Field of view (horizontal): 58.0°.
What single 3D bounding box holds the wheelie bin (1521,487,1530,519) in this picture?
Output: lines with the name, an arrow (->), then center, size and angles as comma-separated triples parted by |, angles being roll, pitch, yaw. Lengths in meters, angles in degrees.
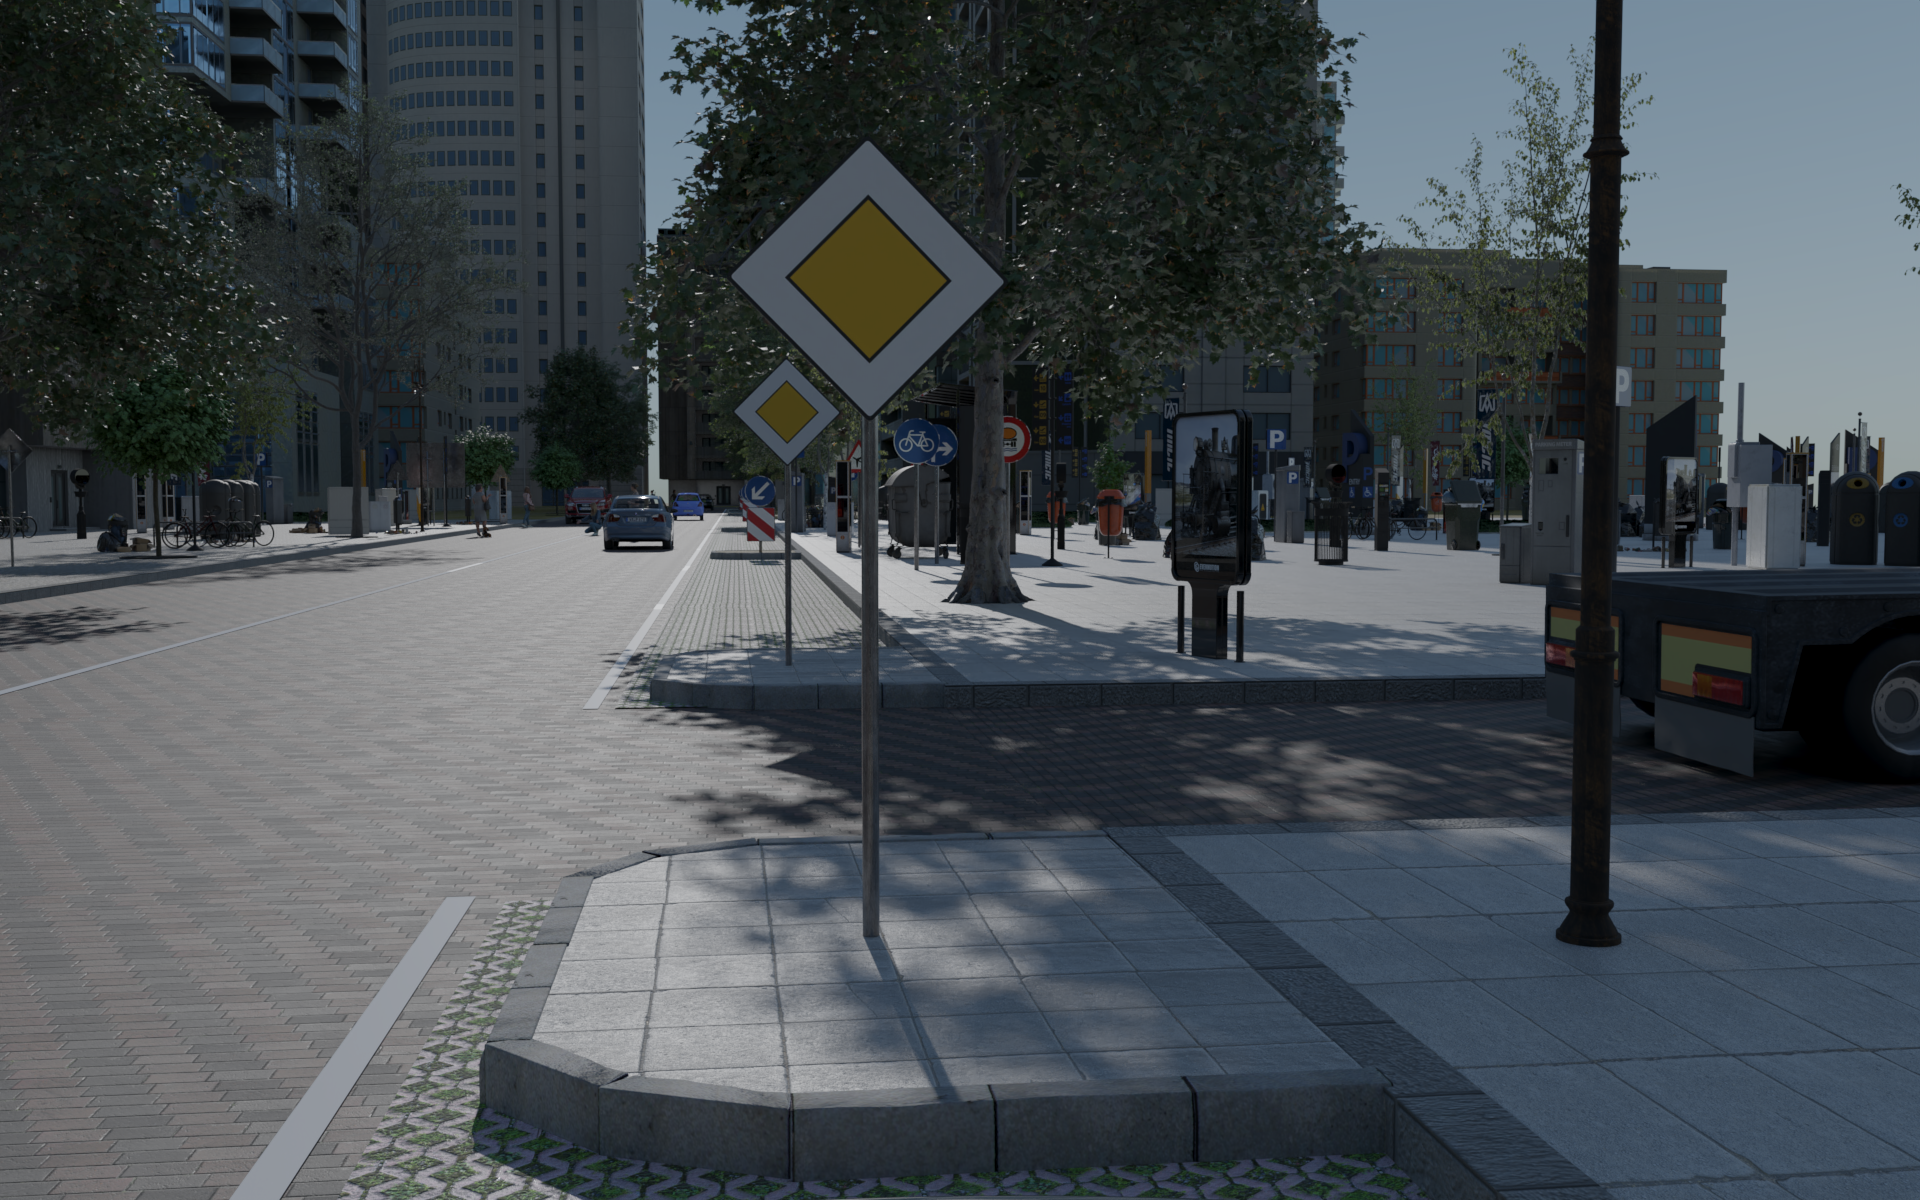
wheelie bin -> 26.513, -4.440, 80.494 | 0.980, 1.594, 0.693 | 3, 5, 40

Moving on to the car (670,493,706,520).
car -> -14.961, -5.245, 95.342 | 1.945, 1.707, 3.694 | -1, 4, -9

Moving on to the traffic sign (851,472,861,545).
traffic sign -> -2.511, -2.680, 43.820 | 0.884, 2.594, 0.081 | 0, 4, -1

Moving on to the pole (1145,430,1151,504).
pole -> 6.020, -3.770, 55.476 | 0.158, 3.312, 0.155 | 0, 3, 0

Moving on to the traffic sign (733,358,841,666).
traffic sign -> -1.284, -0.566, 12.889 | 0.795, 2.450, 0.064 | 0, 4, -7

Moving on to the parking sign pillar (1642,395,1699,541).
parking sign pillar -> 19.614, -3.624, 47.721 | 1.447, 3.967, 1.447 | 3, 5, 40

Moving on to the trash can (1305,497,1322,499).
trash can -> 15.562, -3.956, 76.340 | 0.748, 1.137, 0.748 | 0, 3, 0

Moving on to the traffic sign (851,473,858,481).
traffic sign -> -4.498, -4.298, 70.374 | 0.768, 2.556, 0.104 | 0, 4, -5

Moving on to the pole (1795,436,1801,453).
pole -> 29.332, -4.090, 60.722 | 0.158, 3.312, 0.155 | 0, 3, 0

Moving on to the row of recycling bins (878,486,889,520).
row of recycling bins -> -3.174, -4.909, 87.372 | 1.069, 1.692, 3.534 | 2, 4, 25

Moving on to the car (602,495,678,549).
car -> -8.545, -2.091, 46.188 | 2.014, 1.417, 4.499 | -1, 4, -8

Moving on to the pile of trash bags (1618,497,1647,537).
pile of trash bags -> 20.178, -2.611, 52.436 | 1.912, 1.369, 3.447 | -2, 4, -32

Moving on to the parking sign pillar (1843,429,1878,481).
parking sign pillar -> 37.452, -5.105, 71.937 | 1.447, 3.967, 1.447 | 1, 4, 11

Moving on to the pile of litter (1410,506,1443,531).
pile of litter -> 16.563, -2.887, 61.162 | 1.719, 0.858, 1.176 | -2, 4, -35

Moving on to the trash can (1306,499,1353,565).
trash can -> 6.729, -1.207, 31.380 | 0.748, 1.137, 0.748 | 0, 3, 0

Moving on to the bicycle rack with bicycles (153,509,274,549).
bicycle rack with bicycles -> -18.113, -1.747, 41.942 | 2.925, 0.926, 2.852 | -3, 5, -40

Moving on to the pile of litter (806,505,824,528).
pile of litter -> -5.513, -3.181, 65.977 | 1.719, 0.858, 1.176 | 1, 4, 16

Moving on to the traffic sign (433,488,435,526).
traffic sign -> -20.978, -4.220, 69.008 | 0.884, 2.594, 0.081 | 0, 4, 1

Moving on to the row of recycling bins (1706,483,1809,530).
row of recycling bins -> 28.485, -3.354, 61.953 | 3.534, 1.692, 1.069 | 0, 4, -1

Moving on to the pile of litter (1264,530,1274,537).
pile of litter -> 8.571, -2.293, 51.452 | 1.719, 0.858, 1.176 | 0, 4, 6

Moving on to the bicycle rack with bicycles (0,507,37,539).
bicycle rack with bicycles -> -27.846, -2.204, 49.412 | 2.852, 0.926, 2.925 | 3, 4, 36

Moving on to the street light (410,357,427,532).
street light -> -18.261, -5.251, 58.647 | 0.468, 5.910, 1.993 | 0, 4, -7

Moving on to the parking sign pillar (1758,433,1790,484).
parking sign pillar -> 35.479, -5.334, 75.690 | 1.447, 3.967, 1.447 | -3, 5, -42

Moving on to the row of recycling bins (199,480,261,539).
row of recycling bins -> -21.310, -2.667, 50.725 | 1.069, 1.692, 3.534 | 0, 4, -5

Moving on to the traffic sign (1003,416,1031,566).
traffic sign -> 0.776, -1.724, 28.285 | 0.768, 2.556, 0.104 | 0, 4, 2

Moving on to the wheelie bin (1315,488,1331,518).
wheelie bin -> 17.532, -4.666, 84.196 | 0.980, 1.594, 0.693 | -1, 4, -23

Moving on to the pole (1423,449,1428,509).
pole -> 20.870, -5.129, 77.703 | 0.158, 3.312, 0.155 | 0, 3, 0

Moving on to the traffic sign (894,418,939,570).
traffic sign -> -0.731, -1.773, 29.103 | 0.768, 2.556, 0.104 | 0, 4, -3

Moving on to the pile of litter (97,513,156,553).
pile of litter -> -18.603, -1.519, 38.806 | 1.176, 0.858, 1.719 | 1, 4, 18

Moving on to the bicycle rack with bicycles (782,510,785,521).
bicycle rack with bicycles -> -6.612, -3.975, 78.374 | 2.925, 0.926, 2.852 | -1, 4, -16

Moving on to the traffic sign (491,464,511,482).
traffic sign -> -20.087, -4.633, 75.756 | 0.884, 2.594, 0.081 | 0, 4, 2

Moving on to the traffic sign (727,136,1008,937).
traffic sign -> -0.261, -0.081, 4.969 | 0.795, 2.450, 0.064 | 0, 4, -7

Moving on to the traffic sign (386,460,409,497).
traffic sign -> -21.636, -4.077, 66.658 | 0.884, 2.594, 0.081 | 0, 4, 2

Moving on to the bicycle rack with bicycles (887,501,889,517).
bicycle rack with bicycles -> -3.180, -4.296, 83.614 | 2.852, 0.926, 2.925 | 1, 4, 9

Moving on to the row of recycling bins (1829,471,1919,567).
row of recycling bins -> 17.159, -1.432, 30.533 | 1.069, 1.692, 3.534 | -3, 4, -37

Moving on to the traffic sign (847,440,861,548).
traffic sign -> -2.422, -2.538, 41.502 | 0.884, 2.594, 0.081 | 0, 4, -4

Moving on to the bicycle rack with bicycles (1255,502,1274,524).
bicycle rack with bicycles -> 8.188, -2.519, 54.570 | 2.925, 0.926, 2.852 | -1, 4, -23

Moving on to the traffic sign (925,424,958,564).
traffic sign -> -0.424, -1.933, 31.714 | 0.768, 2.556, 0.104 | 0, 4, 2

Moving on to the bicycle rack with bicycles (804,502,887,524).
bicycle rack with bicycles -> -5.279, -3.706, 73.975 | 2.925, 0.926, 2.852 | 3, 4, 38

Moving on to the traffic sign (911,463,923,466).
traffic sign -> -1.403, -3.485, 56.984 | 0.884, 2.594, 0.081 | 0, 4, 0

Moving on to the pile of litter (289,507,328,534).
pile of litter -> -21.342, -2.621, 56.811 | 1.176, 0.858, 1.719 | -2, 4, -35

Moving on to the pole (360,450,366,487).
pole -> -27.388, -5.241, 79.536 | 0.158, 3.312, 0.155 | 0, 3, 0

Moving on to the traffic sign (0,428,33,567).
traffic sign -> -16.721, -1.793, 30.504 | 0.795, 2.450, 0.064 | 0, 4, -1

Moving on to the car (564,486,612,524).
car -> -18.082, -4.638, 84.497 | 2.281, 1.827, 5.304 | 0, 4, -8

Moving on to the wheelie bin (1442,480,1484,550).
wheelie bin -> 11.467, -1.940, 39.632 | 0.980, 1.594, 0.693 | -1, 4, -12

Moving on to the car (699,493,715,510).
car -> -22.553, -8.728, 152.494 | 2.009, 1.686, 4.222 | 0, 4, -7

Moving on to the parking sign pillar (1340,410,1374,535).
parking sign pillar -> 12.556, -4.048, 54.652 | 1.447, 3.967, 1.447 | -1, 4, -16

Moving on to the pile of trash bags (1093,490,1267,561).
pile of trash bags -> 4.381, -1.506, 34.382 | 3.447, 1.369, 1.912 | 1, 4, 14

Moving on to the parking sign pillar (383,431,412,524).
parking sign pillar -> -24.016, -5.196, 73.419 | 1.447, 3.967, 1.447 | -2, 4, -33

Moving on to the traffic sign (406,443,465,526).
traffic sign -> -20.792, -4.577, 68.701 | 2.265, 3.308, 0.079 | 0, 4, -4

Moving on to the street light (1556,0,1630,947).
street light -> 1.811, -1.959, 4.810 | 0.468, 5.910, 1.993 | 0, 4, -7

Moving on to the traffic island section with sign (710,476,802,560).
traffic island section with sign -> -4.549, -1.826, 38.475 | 1.989, 1.847, 2.006 | 0, 4, -7

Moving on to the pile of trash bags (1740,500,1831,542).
pile of trash bags -> 22.784, -2.321, 47.708 | 1.912, 1.369, 3.447 | -1, 4, -19

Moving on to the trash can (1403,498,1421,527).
trash can -> 17.807, -3.462, 68.253 | 0.748, 1.137, 0.748 | 0, 3, 0

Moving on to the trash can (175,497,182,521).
trash can -> -35.364, -4.109, 78.831 | 0.748, 1.137, 0.748 | 0, 3, 0

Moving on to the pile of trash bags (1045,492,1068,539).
pile of trash bags -> 4.084, -2.400, 48.991 | 3.447, 1.369, 1.912 | 1, 4, 18

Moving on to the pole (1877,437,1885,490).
pole -> 33.079, -4.184, 62.253 | 0.158, 3.312, 0.155 | 0, 3, 0

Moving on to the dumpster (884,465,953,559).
dumpster -> -0.825, -1.780, 34.866 | 1.264, 1.857, 1.865 | 0, 4, -7

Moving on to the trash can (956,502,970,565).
trash can -> 0.306, -1.133, 30.172 | 0.748, 1.137, 0.748 | 0, 3, 0

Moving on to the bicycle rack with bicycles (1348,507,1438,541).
bicycle rack with bicycles -> 11.886, -2.157, 48.641 | 2.925, 0.926, 2.852 | -2, 4, -28
